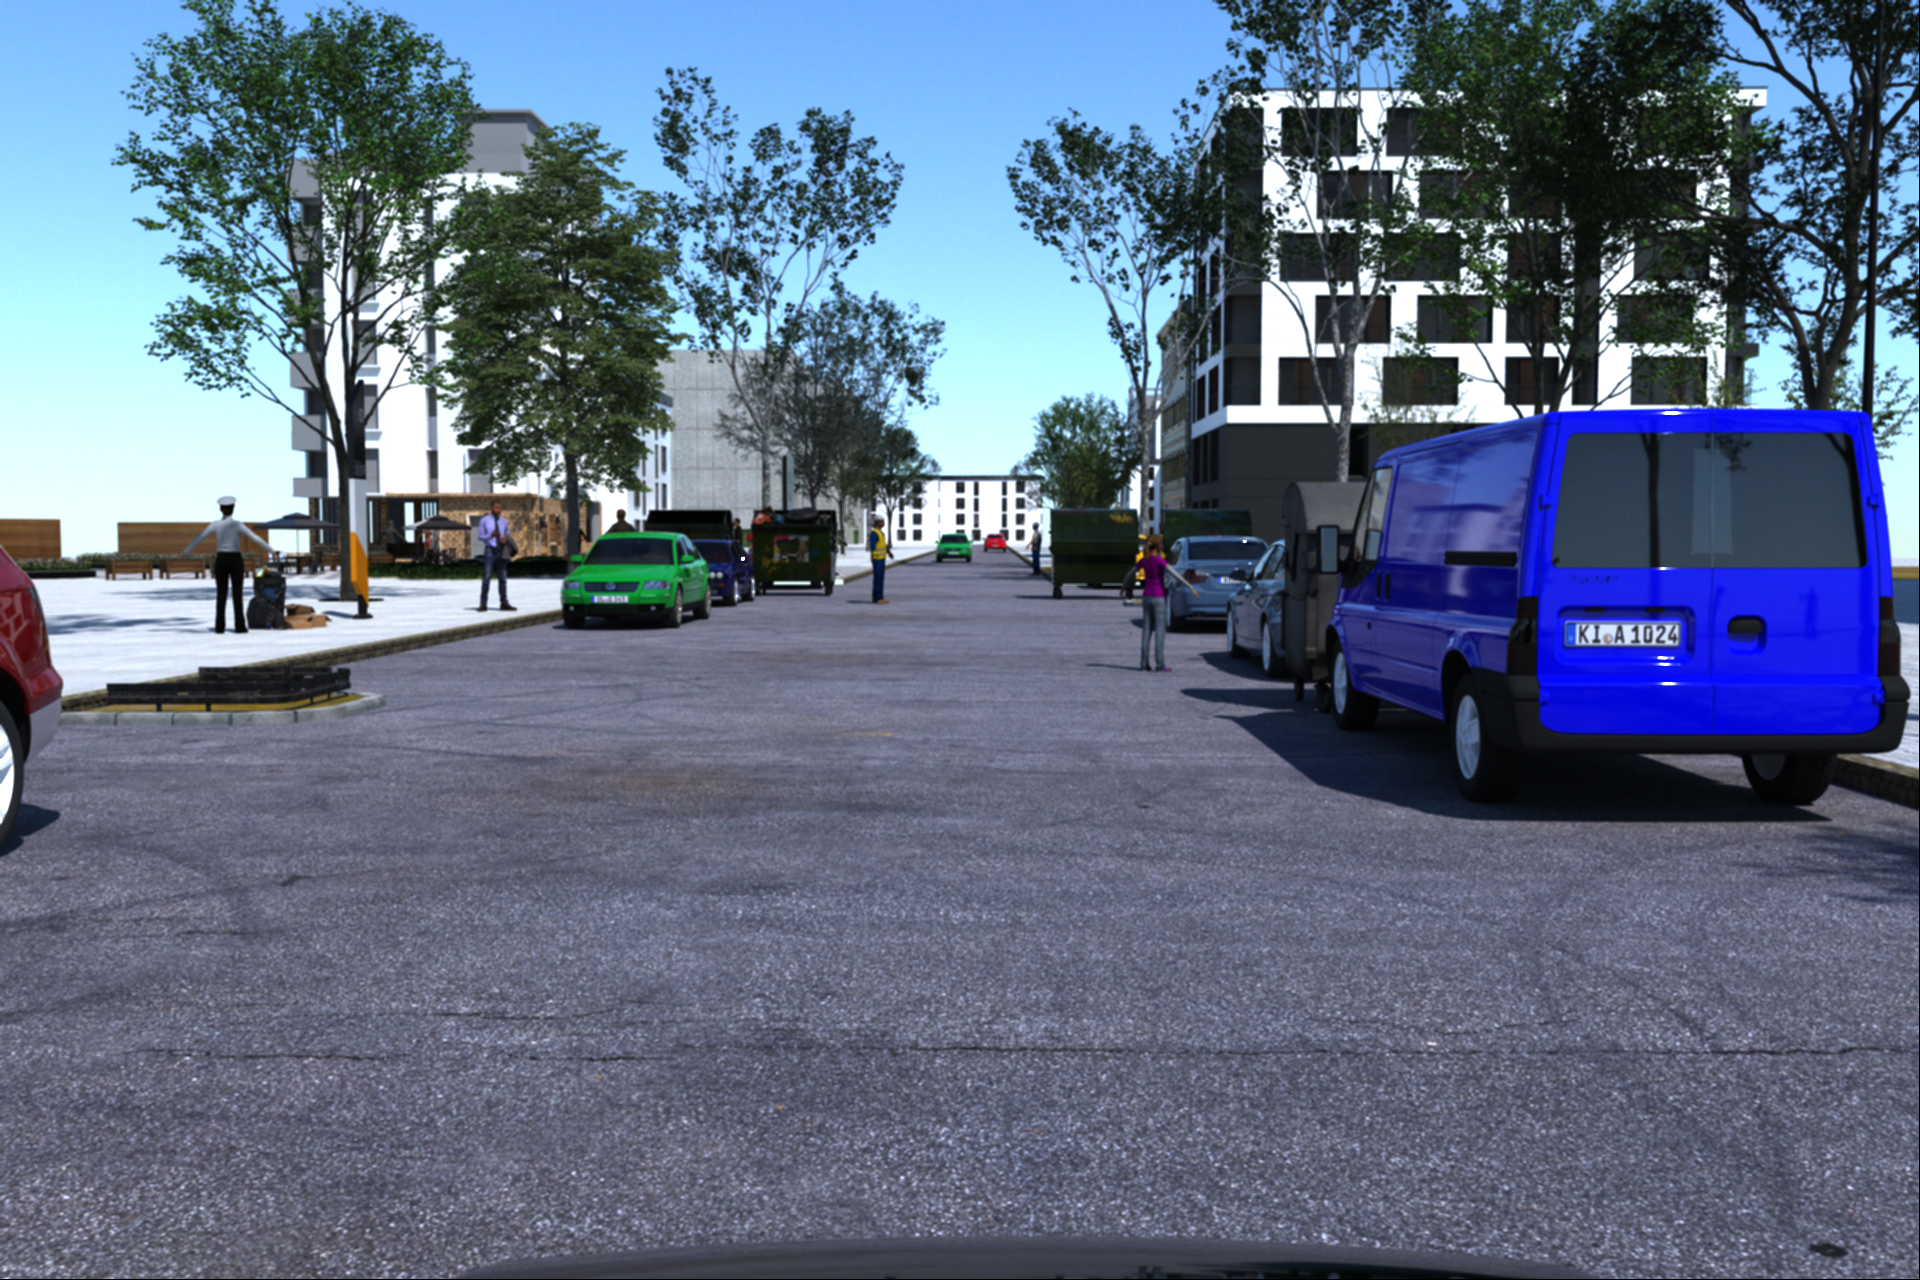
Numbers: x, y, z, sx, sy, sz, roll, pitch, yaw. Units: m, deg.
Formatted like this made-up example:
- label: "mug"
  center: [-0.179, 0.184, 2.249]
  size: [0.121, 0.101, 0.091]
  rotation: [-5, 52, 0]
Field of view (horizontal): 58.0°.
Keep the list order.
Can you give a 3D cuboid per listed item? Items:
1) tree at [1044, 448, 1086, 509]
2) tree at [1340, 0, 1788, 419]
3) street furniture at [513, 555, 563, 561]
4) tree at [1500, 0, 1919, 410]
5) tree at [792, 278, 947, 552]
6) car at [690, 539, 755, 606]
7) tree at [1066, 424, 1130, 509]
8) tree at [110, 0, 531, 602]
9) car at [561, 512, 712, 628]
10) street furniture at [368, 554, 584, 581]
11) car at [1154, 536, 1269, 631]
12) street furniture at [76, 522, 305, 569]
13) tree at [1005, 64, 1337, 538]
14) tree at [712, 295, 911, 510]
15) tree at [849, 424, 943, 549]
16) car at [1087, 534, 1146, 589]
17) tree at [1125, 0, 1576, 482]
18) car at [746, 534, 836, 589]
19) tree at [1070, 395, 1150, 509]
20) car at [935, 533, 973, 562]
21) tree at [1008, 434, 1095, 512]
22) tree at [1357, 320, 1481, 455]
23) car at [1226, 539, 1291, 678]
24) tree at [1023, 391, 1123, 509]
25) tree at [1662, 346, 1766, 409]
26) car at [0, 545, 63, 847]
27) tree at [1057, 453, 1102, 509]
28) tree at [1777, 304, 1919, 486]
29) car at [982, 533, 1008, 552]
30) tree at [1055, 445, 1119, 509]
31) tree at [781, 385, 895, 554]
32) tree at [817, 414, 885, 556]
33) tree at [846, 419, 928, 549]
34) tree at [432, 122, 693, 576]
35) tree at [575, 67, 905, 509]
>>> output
- label: "tree"
  center: [9.026, -11.936, 145.518]
  size: [4.360, 8.622, 3.978]
  rotation: [0, 3, 0]
- label: "tree"
  center: [10.540, -6.443, 31.105]
  size: [9.928, 11.665, 9.643]
  rotation: [0, 3, 0]
- label: "street furniture"
  center: [-12.461, -3.205, 68.030]
  size: [10.072, 0.657, 5.734]
  rotation: [-1, 4, -14]
- label: "tree"
  center: [9.563, -5.213, 19.644]
  size: [7.601, 10.594, 8.767]
  rotation: [-2, 4, -28]
- label: "tree"
  center: [-6.938, -16.617, 127.575]
  size: [12.611, 20.169, 13.585]
  rotation: [0, 3, 0]
- label: "car"
  center: [-5.261, -1.404, 35.542]
  size: [1.945, 1.354, 3.894]
  rotation: [0, 4, 1]
- label: "tree"
  center: [9.018, -10.073, 115.056]
  size: [4.737, 8.622, 4.395]
  rotation: [0, 3, 0]
- label: "tree"
  center: [-11.762, -6.552, 32.875]
  size: [9.928, 11.665, 9.643]
  rotation: [0, 3, 0]
- label: "car"
  center: [-5.134, -1.164, 27.824]
  size: [1.959, 1.807, 4.718]
  rotation: [0, 4, 1]
- label: "street furniture"
  center: [-14.390, -2.272, 52.767]
  size: [5.734, 0.657, 10.072]
  rotation: [1, 4, 18]
- label: "car"
  center: [3.944, -0.903, 26.767]
  size: [2.014, 1.417, 4.499]
  rotation: [0, 4, 1]
- label: "street furniture"
  center: [-30.397, -3.631, 66.227]
  size: [9.812, 1.723, 11.010]
  rotation: [1, 4, 11]
- label: "tree"
  center: [8.829, -13.062, 69.457]
  size: [12.611, 20.169, 13.585]
  rotation: [0, 3, 0]
- label: "tree"
  center: [-7.583, -10.961, 89.585]
  size: [12.009, 13.543, 11.850]
  rotation: [0, 3, 0]
- label: "tree"
  center: [-5.881, -12.814, 143.917]
  size: [8.767, 10.594, 7.601]
  rotation: [-1, 4, -17]
- label: "car"
  center: [4.332, -2.218, 46.489]
  size: [2.015, 1.641, 3.980]
  rotation: [0, 4, 0]
- label: "tree"
  center: [11.086, -11.763, 48.222]
  size: [12.611, 20.169, 13.585]
  rotation: [0, 3, 0]
- label: "car"
  center: [-4.550, -2.336, 46.868]
  size: [2.281, 1.827, 5.304]
  rotation: [0, 4, 1]
- label: "tree"
  center: [8.209, -8.651, 91.809]
  size: [4.737, 8.622, 4.395]
  rotation: [0, 3, 0]
- label: "car"
  center: [-0.299, -4.898, 88.882]
  size: [1.959, 1.807, 4.718]
  rotation: [0, 4, 1]
- label: "tree"
  center: [8.789, -13.403, 153.551]
  size: [8.767, 10.594, 7.601]
  rotation: [-1, 4, -22]
- label: "tree"
  center: [15.275, -6.697, 59.858]
  size: [4.360, 8.622, 3.978]
  rotation: [0, 3, 0]
- label: "car"
  center: [3.950, -0.401, 18.551]
  size: [2.014, 1.417, 4.499]
  rotation: [0, 4, 1]
- label: "tree"
  center: [8.304, -12.277, 126.489]
  size: [9.928, 11.665, 9.643]
  rotation: [0, 3, 0]
- label: "tree"
  center: [29.142, -7.121, 66.784]
  size: [4.737, 8.622, 4.395]
  rotation: [0, 3, 0]
- label: "car"
  center: [-5.259, 0.167, 5.949]
  size: [2.281, 1.827, 5.304]
  rotation: [0, 4, 1]
- label: "tree"
  center: [9.462, -11.388, 136.552]
  size: [4.737, 8.622, 4.395]
  rotation: [0, 3, 0]
- label: "tree"
  center: [27.828, -6.396, 54.939]
  size: [4.737, 8.622, 4.395]
  rotation: [0, 3, 0]
- label: "car"
  center: [2.862, -8.056, 140.760]
  size: [2.155, 1.783, 4.494]
  rotation: [0, 4, 1]
- label: "tree"
  center: [17.737, -20.600, 243.460]
  size: [9.857, 13.997, 8.962]
  rotation: [0, 3, 0]
- label: "tree"
  center: [-7.732, -10.682, 109.059]
  size: [7.601, 10.594, 8.767]
  rotation: [-1, 4, -22]
- label: "tree"
  center: [-6.891, -9.179, 100.443]
  size: [4.360, 8.622, 3.978]
  rotation: [0, 3, 0]
- label: "tree"
  center: [-6.343, -13.975, 154.244]
  size: [9.928, 11.665, 9.643]
  rotation: [0, 3, 0]
- label: "tree"
  center: [-11.067, -7.952, 48.135]
  size: [7.486, 12.596, 7.792]
  rotation: [0, 3, 0]
- label: "tree"
  center: [-9.454, -13.226, 72.132]
  size: [12.611, 20.169, 13.585]
  rotation: [0, 3, 0]
